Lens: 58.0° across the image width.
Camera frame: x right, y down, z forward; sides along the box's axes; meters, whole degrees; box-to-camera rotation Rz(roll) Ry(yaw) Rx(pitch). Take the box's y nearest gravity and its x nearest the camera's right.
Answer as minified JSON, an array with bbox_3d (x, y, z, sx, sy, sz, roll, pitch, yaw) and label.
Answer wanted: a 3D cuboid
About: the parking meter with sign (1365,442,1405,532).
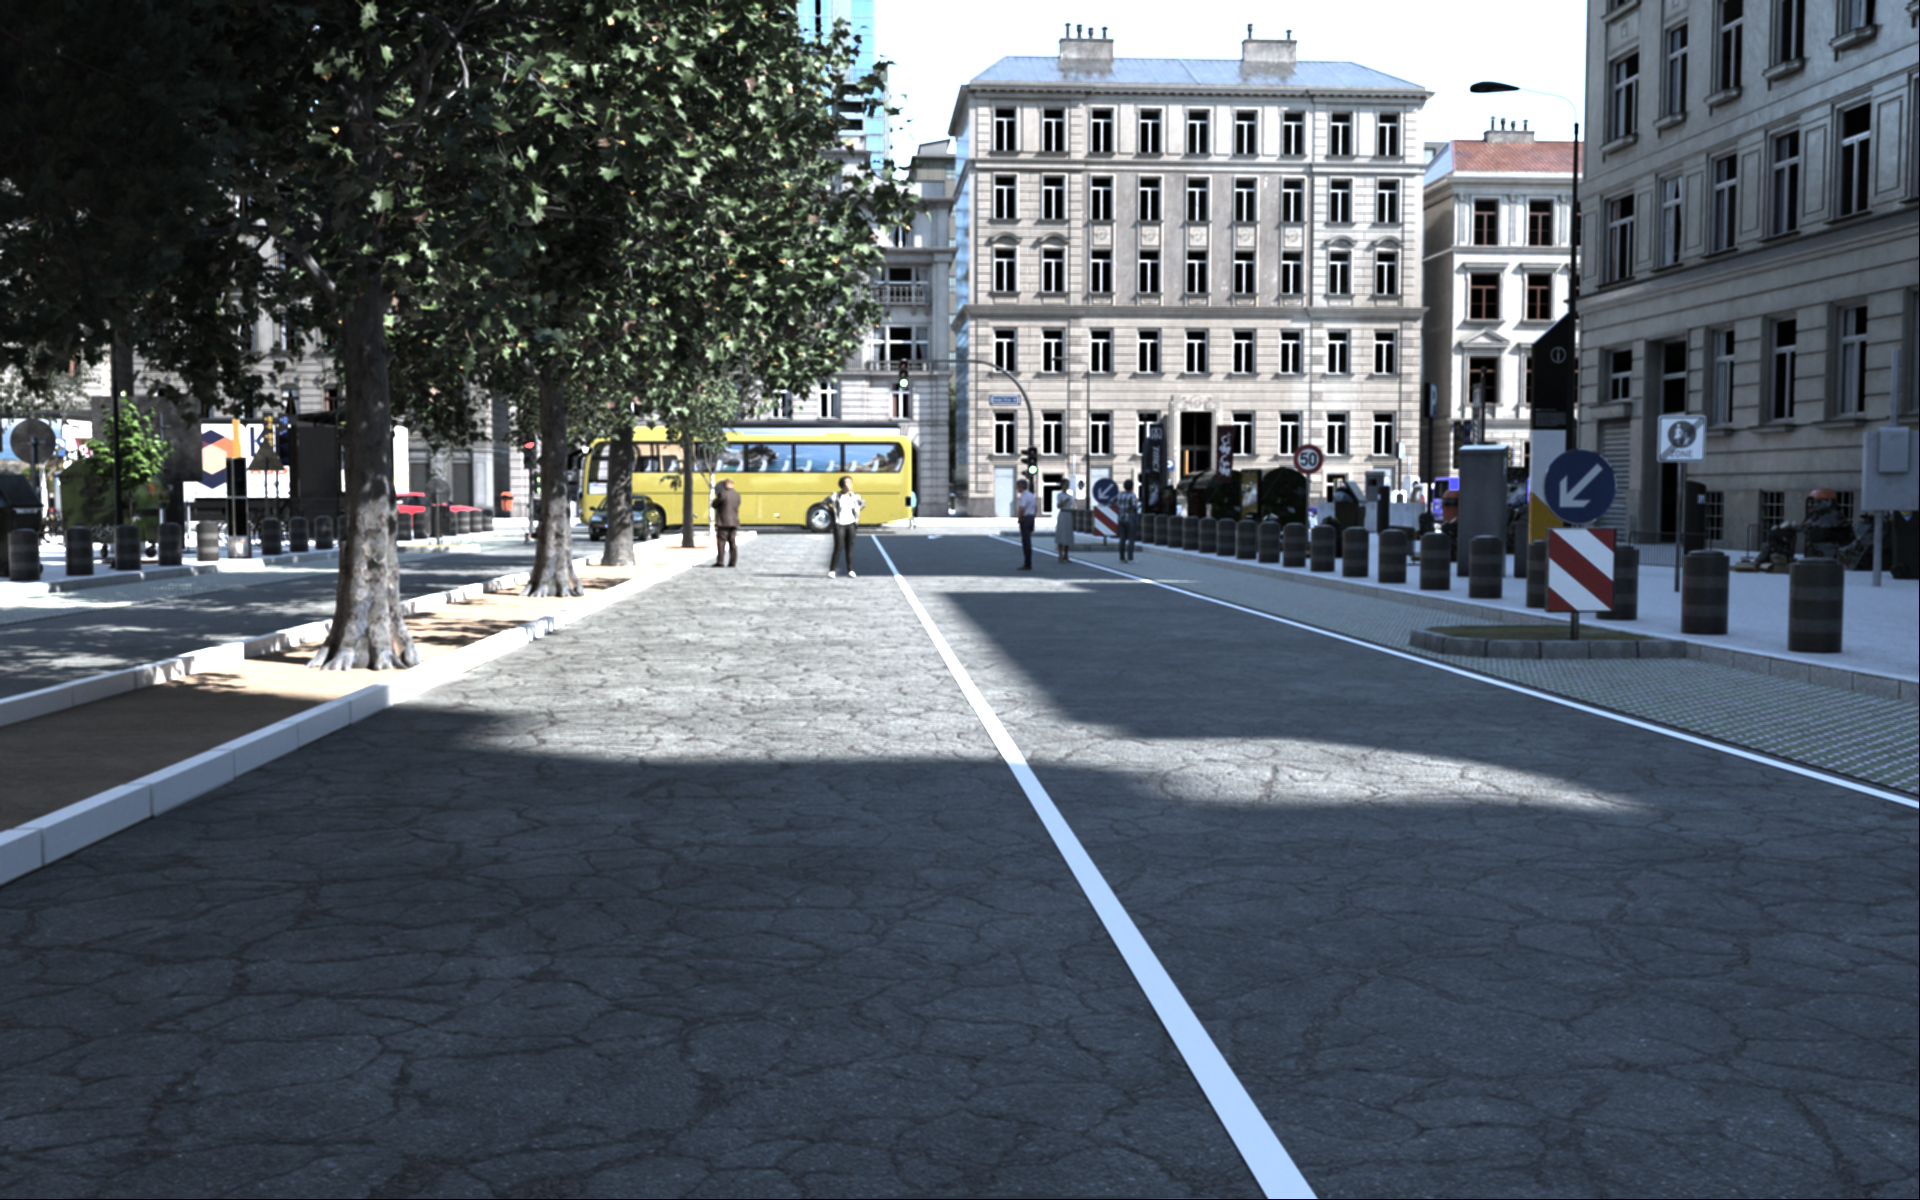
[{"bbox_3d":[14.151,-3.827,58.827,1.738,3.016,0.543,3,4,36],"label":"parking meter with sign"}]

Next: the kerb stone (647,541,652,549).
[{"bbox_3d":[-8.180,-1.388,44.909,0.120,0.150,1.000,0,4,-4],"label":"kerb stone"}]

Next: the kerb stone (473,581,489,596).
[{"bbox_3d":[-6.844,-0.134,24.408,0.120,0.150,1.000,0,4,-4],"label":"kerb stone"}]

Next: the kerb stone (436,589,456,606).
[{"bbox_3d":[-6.708,-0.007,22.354,0.120,0.150,1.000,0,4,-4],"label":"kerb stone"}]

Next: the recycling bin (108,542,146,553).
[{"bbox_3d":[-18.215,-1.548,37.858,0.722,1.027,0.722,-2,4,-29],"label":"recycling bin"}]

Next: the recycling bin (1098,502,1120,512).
[{"bbox_3d":[4.650,-2.502,53.462,0.722,1.027,0.722,0,4,-2],"label":"recycling bin"}]

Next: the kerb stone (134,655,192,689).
[{"bbox_3d":[-6.096,0.560,13.134,0.120,0.150,1.000,0,4,-4],"label":"kerb stone"}]

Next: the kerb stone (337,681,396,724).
[{"bbox_3d":[-3.872,0.670,11.248,0.120,0.150,1.000,0,4,-4],"label":"kerb stone"}]

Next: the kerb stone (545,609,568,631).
[{"bbox_3d":[-4.349,0.236,18.445,0.120,0.150,1.000,0,4,-4],"label":"kerb stone"}]

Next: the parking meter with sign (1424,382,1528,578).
[{"bbox_3d":[8.111,-1.870,26.836,1.738,3.016,0.543,2,4,28],"label":"parking meter with sign"}]

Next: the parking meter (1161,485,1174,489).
[{"bbox_3d":[5.968,-2.537,49.885,0.372,1.533,0.369,0,3,0],"label":"parking meter"}]

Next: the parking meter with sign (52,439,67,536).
[{"bbox_3d":[-27.887,-3.511,53.668,0.543,3.016,1.738,-2,4,-31],"label":"parking meter with sign"}]

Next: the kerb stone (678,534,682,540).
[{"bbox_3d":[-8.718,-1.890,53.098,0.120,0.150,1.000,0,4,-4],"label":"kerb stone"}]

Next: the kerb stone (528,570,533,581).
[{"bbox_3d":[-7.109,-0.381,28.505,0.120,0.150,1.000,0,4,-4],"label":"kerb stone"}]

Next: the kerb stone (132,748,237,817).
[{"bbox_3d":[-3.669,0.859,8.182,0.120,0.150,1.000,0,4,-4],"label":"kerb stone"}]

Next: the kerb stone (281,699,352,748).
[{"bbox_3d":[-3.810,0.732,10.225,0.120,0.150,1.000,0,4,-4],"label":"kerb stone"}]

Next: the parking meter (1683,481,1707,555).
[{"bbox_3d":[14.055,-1.512,33.132,0.372,1.533,0.369,0,3,0],"label":"parking meter"}]

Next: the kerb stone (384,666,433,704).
[{"bbox_3d":[-3.941,0.613,12.286,0.120,0.150,1.000,0,4,-4],"label":"kerb stone"}]

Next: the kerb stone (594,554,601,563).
[{"bbox_3d":[-7.579,-0.824,35.672,0.120,0.150,1.000,0,4,-4],"label":"kerb stone"}]

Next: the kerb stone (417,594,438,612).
[{"bbox_3d":[-6.636,0.058,21.327,0.120,0.150,1.000,0,4,-4],"label":"kerb stone"}]

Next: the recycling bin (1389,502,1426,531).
[{"bbox_3d":[13.225,-2.352,51.004,0.722,1.027,0.722,-3,5,-42],"label":"recycling bin"}]

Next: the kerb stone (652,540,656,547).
[{"bbox_3d":[-8.251,-1.448,45.932,0.120,0.150,1.000,0,4,-4],"label":"kerb stone"}]

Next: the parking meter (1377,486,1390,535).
[{"bbox_3d":[13.188,-2.782,53.893,0.372,1.533,0.369,0,3,0],"label":"parking meter"}]

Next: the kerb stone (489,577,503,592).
[{"bbox_3d":[-6.905,-0.197,25.430,0.120,0.150,1.000,0,4,-4],"label":"kerb stone"}]

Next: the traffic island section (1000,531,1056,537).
[{"bbox_3d":[2.437,-2.240,58.898,2.009,0.180,2.903,0,4,-4],"label":"traffic island section"}]

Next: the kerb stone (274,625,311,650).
[{"bbox_3d":[-6.310,0.366,16.206,0.120,0.150,1.000,0,4,-4],"label":"kerb stone"}]

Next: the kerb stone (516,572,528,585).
[{"bbox_3d":[-7.044,-0.321,27.480,0.120,0.150,1.000,0,4,-4],"label":"kerb stone"}]

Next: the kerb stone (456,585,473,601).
[{"bbox_3d":[-6.776,-0.068,23.376,0.120,0.150,1.000,0,4,-4],"label":"kerb stone"}]

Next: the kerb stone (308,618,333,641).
[{"bbox_3d":[-6.367,0.304,17.234,0.120,0.150,1.000,0,4,-4],"label":"kerb stone"}]

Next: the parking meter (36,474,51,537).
[{"bbox_3d":[-27.380,-2.812,51.694,0.399,1.863,0.255,2,4,31],"label":"parking meter"}]

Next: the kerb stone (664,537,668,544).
[{"bbox_3d":[-8.449,-1.638,49.008,0.120,0.150,1.000,0,4,-4],"label":"kerb stone"}]

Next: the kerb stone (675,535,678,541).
[{"bbox_3d":[-8.655,-1.828,52.076,0.120,0.150,1.000,0,4,-4],"label":"kerb stone"}]

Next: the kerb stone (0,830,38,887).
[{"bbox_3d":[-3.548,0.983,6.134,0.120,0.150,1.000,0,4,-4],"label":"kerb stone"}]

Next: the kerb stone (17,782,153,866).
[{"bbox_3d":[-3.608,0.921,7.156,0.120,0.150,1.000,0,4,-4],"label":"kerb stone"}]

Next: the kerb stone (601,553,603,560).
[{"bbox_3d":[-7.653,-0.887,36.702,0.120,0.150,1.000,0,4,-4],"label":"kerb stone"}]

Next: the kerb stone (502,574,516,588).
[{"bbox_3d":[-6.979,-0.261,26.458,0.120,0.150,1.000,0,4,-4],"label":"kerb stone"}]

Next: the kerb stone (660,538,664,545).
[{"bbox_3d":[-8.392,-1.577,47.985,0.120,0.150,1.000,0,4,-4],"label":"kerb stone"}]

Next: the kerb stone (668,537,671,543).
[{"bbox_3d":[-8.526,-1.702,50.030,0.120,0.150,1.000,0,4,-4],"label":"kerb stone"}]

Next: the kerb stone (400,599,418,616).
[{"bbox_3d":[-6.574,0.116,20.304,0.120,0.150,1.000,0,4,-4],"label":"kerb stone"}]

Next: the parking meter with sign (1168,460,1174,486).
[{"bbox_3d":[10.543,-5.662,88.840,0.543,3.016,1.738,1,4,18],"label":"parking meter with sign"}]

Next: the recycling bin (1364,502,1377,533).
[{"bbox_3d":[13.253,-2.727,57.136,0.722,1.027,0.722,-1,4,-20],"label":"recycling bin"}]

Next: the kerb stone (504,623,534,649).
[{"bbox_3d":[-4.209,0.355,16.392,0.120,0.150,1.000,0,4,-4],"label":"kerb stone"}]

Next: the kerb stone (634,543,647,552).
[{"bbox_3d":[-8.122,-1.327,43.887,0.120,0.150,1.000,0,4,-4],"label":"kerb stone"}]

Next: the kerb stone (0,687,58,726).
[{"bbox_3d":[-5.968,0.682,11.088,0.120,0.150,1.000,0,4,-4],"label":"kerb stone"}]

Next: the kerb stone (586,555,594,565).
[{"bbox_3d":[-7.511,-0.762,34.647,0.120,0.150,1.000,0,4,-4],"label":"kerb stone"}]

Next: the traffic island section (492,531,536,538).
[{"bbox_3d":[-14.319,-2.173,57.809,2.009,0.180,2.903,0,4,-4],"label":"traffic island section"}]

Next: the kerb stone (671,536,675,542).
[{"bbox_3d":[-8.583,-1.765,51.053,0.120,0.150,1.000,0,4,-4],"label":"kerb stone"}]

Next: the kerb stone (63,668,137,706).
[{"bbox_3d":[-6.040,0.617,12.110,0.120,0.150,1.000,0,4,-4],"label":"kerb stone"}]

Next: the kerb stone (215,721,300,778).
[{"bbox_3d":[-3.740,0.795,9.203,0.120,0.150,1.000,0,4,-4],"label":"kerb stone"}]

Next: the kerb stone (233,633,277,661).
[{"bbox_3d":[-6.238,0.429,15.177,0.120,0.150,1.000,0,4,-4],"label":"kerb stone"}]

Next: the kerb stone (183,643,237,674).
[{"bbox_3d":[-6.169,0.492,14.155,0.120,0.150,1.000,0,4,-4],"label":"kerb stone"}]

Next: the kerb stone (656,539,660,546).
[{"bbox_3d":[-8.326,-1.514,46.956,0.120,0.150,1.000,0,4,-4],"label":"kerb stone"}]

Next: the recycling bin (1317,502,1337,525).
[{"bbox_3d":[11.405,-2.474,53.010,0.722,1.027,0.722,3,5,39],"label":"recycling bin"}]

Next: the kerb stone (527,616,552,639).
[{"bbox_3d":[-4.278,0.296,17.414,0.120,0.150,1.000,0,4,-4],"label":"kerb stone"}]

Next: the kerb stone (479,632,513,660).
[{"bbox_3d":[-4.143,0.418,15.358,0.120,0.150,1.000,0,4,-4],"label":"kerb stone"}]

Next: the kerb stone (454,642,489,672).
[{"bbox_3d":[-4.083,0.484,14.336,0.120,0.150,1.000,0,4,-4],"label":"kerb stone"}]

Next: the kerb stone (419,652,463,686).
[{"bbox_3d":[-4.008,0.544,13.307,0.120,0.150,1.000,0,4,-4],"label":"kerb stone"}]

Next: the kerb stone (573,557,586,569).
[{"bbox_3d":[-7.445,-0.696,33.625,0.120,0.150,1.000,0,4,-4],"label":"kerb stone"}]
